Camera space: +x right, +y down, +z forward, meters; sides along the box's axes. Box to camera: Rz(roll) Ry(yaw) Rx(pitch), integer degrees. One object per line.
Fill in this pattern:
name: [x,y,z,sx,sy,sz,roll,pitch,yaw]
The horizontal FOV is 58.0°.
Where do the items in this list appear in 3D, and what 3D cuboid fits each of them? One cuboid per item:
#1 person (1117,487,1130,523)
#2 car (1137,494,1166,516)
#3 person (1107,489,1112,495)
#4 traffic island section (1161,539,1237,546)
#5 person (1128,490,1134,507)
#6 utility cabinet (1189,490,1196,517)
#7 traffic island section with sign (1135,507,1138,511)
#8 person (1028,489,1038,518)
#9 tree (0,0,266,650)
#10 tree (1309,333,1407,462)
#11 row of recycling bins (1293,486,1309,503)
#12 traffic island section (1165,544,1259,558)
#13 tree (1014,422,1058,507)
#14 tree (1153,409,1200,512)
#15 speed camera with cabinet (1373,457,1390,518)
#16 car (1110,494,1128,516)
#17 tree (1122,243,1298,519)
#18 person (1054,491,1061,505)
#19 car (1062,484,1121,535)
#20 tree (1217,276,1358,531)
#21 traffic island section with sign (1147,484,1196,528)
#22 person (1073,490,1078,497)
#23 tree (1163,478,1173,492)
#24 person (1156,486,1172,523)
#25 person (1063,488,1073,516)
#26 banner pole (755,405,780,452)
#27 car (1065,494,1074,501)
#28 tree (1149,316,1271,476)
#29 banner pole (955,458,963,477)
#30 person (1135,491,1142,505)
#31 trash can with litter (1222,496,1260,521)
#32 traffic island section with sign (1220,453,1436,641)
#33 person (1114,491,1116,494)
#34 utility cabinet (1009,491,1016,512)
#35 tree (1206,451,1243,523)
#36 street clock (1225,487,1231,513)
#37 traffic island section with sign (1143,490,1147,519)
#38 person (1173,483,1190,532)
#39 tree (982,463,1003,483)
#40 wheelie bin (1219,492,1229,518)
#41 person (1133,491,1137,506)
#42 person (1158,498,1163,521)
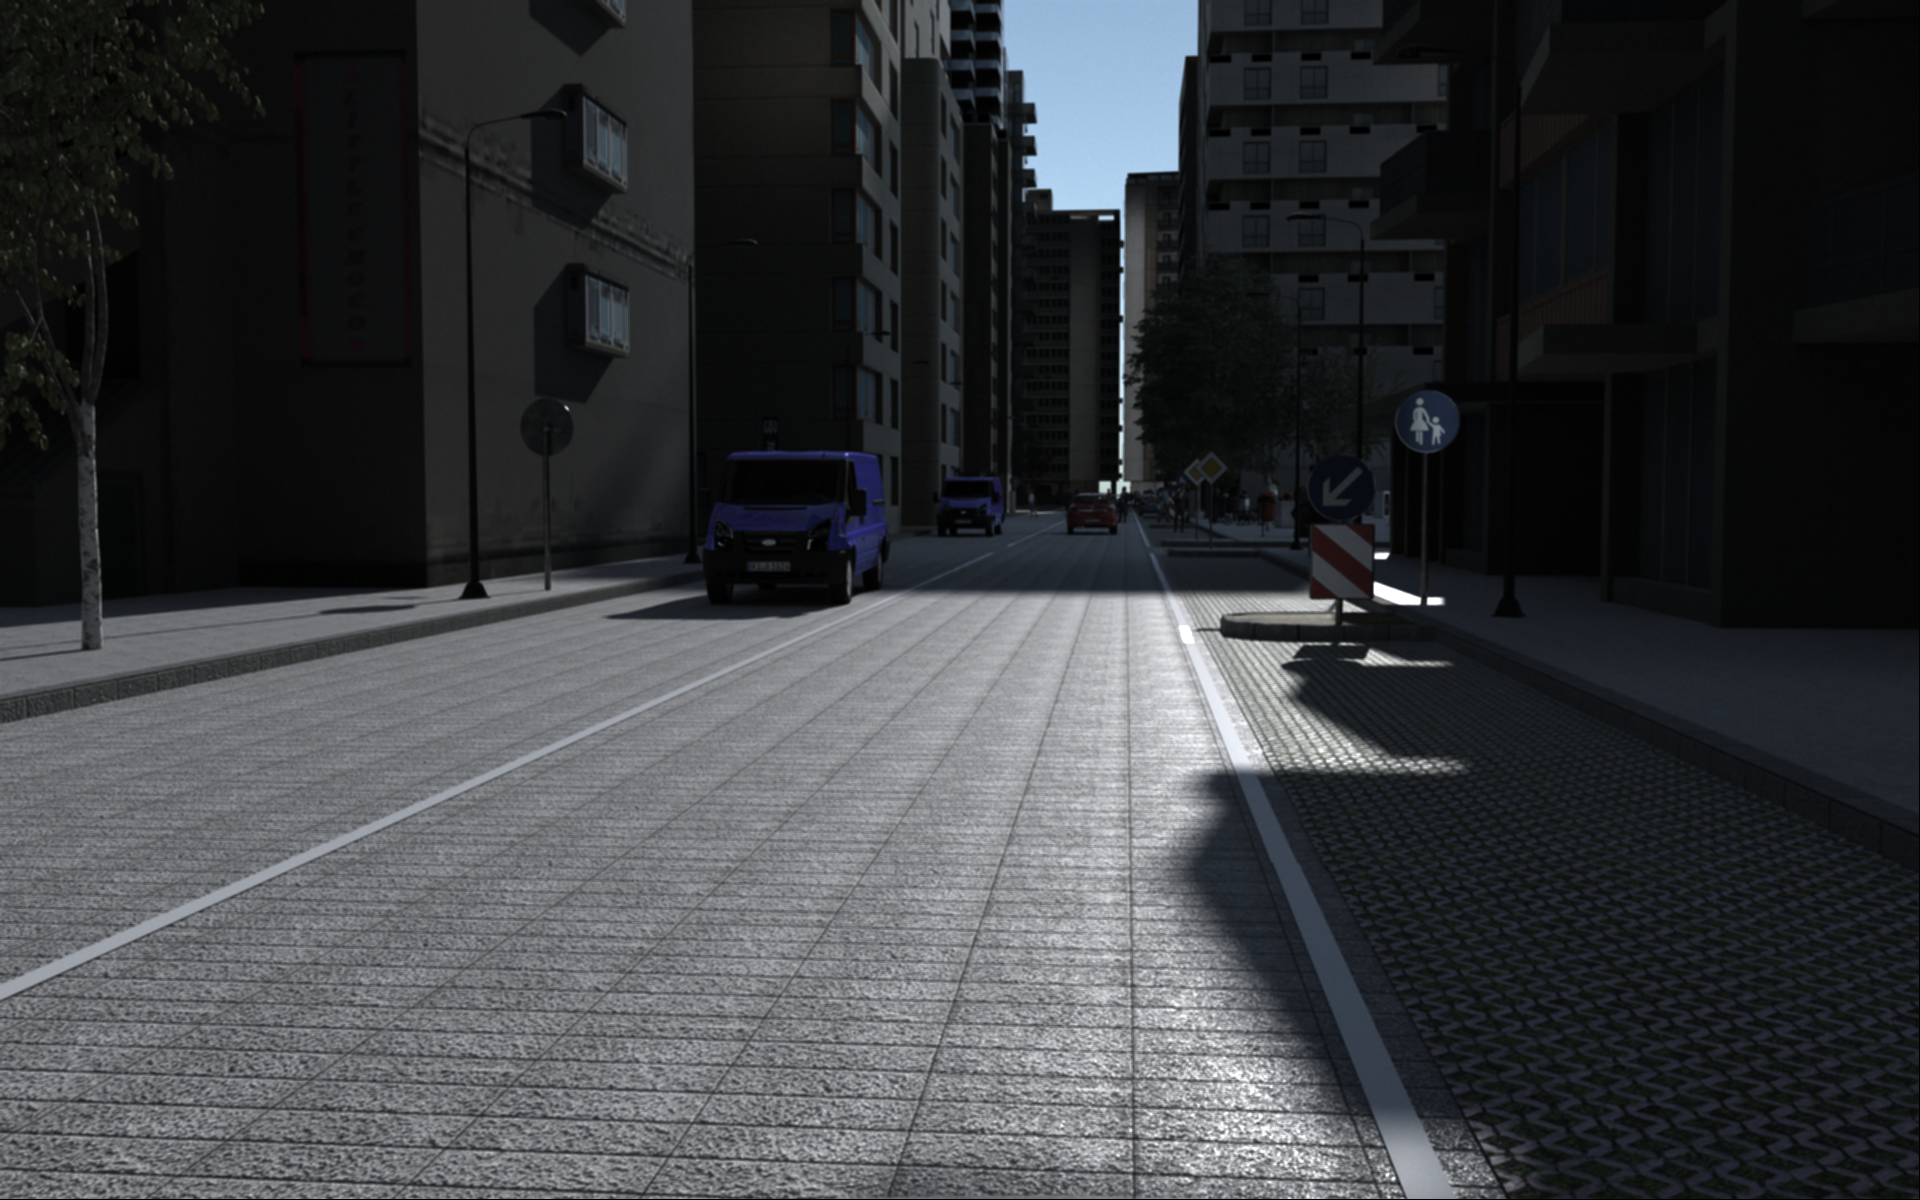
person: [8.049,-4.692,85.404,0.721,1.800,0.419,3,5,43]
car: [12.723,-6.288,114.813,2.014,1.417,4.499,0,4,5]
person: [11.039,-7.346,128.571,1.348,1.831,0.705,1,4,9]
traffic island section: [6.601,-1.583,48.166,2.009,0.180,2.903,0,4,5]
person: [18.798,-11.103,189.899,0.709,1.838,0.599,-2,4,-28]
utility cabinet: [12.699,-5.271,94.864,0.318,1.500,1.173,0,4,4]
traffic island section with sign: [16.293,-8.614,149.460,1.989,1.847,2.006,0,4,5]
person: [4.457,-5.855,104.906,0.598,1.740,0.731,1,4,17]
tree: [-7.396,-3.891,13.974,4.737,8.622,4.395,0,3,0]
tree: [18.530,-7.930,80.016,4.737,8.622,4.395,0,3,0]
row of recycling bins: [19.243,-5.112,90.692,3.534,1.692,1.069,1,4,16]
traffic island section: [5.841,-1.097,40.217,2.009,0.180,2.903,0,4,5]
tree: [7.582,-13.601,172.735,4.360,8.622,3.978,0,3,0]
tree: [16.940,-10.629,124.151,4.737,8.622,4.395,0,3,0]
speed camera with cabinet: [22.789,-6.012,92.627,0.660,3.252,2.038,2,4,35]
car: [10.286,-6.318,115.298,2.014,1.417,4.499,0,4,6]
tree: [13.094,-11.204,89.840,9.857,13.997,8.962,0,3,0]
person: [11.567,-12.009,204.942,1.348,1.812,0.705,-3,5,-42]
car: [4.779,-3.288,62.806,2.155,1.783,4.494,0,4,4]
tree: [10.863,-6.679,59.567,4.360,8.622,3.978,0,3,0]
traffic island section with sign: [8.950,-3.916,72.653,1.989,1.847,2.006,0,4,5]
person: [10.892,-9.331,161.068,1.348,1.823,0.705,3,5,40]
tree: [22.732,-12.032,191.321,1.663,3.219,1.824,0,3,0]
person: [10.216,-4.782,86.549,0.748,1.841,0.638,1,4,17]
person: [7.450,-6.425,113.771,1.509,1.804,0.699,3,4,37]
banner pole: [-5.489,-3.600,48.878,0.863,3.779,0.401,-1,4,-19]
car: [11.351,-9.907,171.013,2.155,1.783,4.494,0,4,4]
tree: [15.092,-11.411,104.695,7.486,12.596,7.792,0,3,0]
banner pole: [-0.076,-8.045,121.560,0.863,3.779,0.401,0,4,7]
person: [17.243,-9.643,167.099,0.756,1.711,0.436,0,4,6]
trash can with litter: [13.558,-4.408,83.122,2.233,1.210,1.678,0,4,-4]
traffic island section with sign: [3.703,-0.558,17.747,1.989,1.847,2.006,0,4,5]
person: [17.532,-11.460,196.593,0.721,1.735,1.217,2,4,24]
utility cabinet: [3.596,-6.772,119.393,0.318,1.500,1.173,1,4,11]
tree: [11.641,-5.099,77.965,1.663,3.219,1.824,0,3,0]
street clock: [17.798,-6.770,115.266,0.471,2.002,0.358,2,4,35]
traffic island section with sign: [11.603,-5.611,100.369,1.989,1.847,2.006,0,4,5]
person: [8.224,-3.420,64.386,0.622,1.834,0.822,0,3,0]
tree: [1.831,-7.005,109.125,1.663,3.219,1.824,0,3,0]
wheelie bin: [14.002,-5.218,93.218,0.980,1.594,0.693,1,4,18]
person: [20.152,-11.639,198.742,0.705,1.831,1.348,3,5,40]
person: [10.719,-4.790,91.829,0.382,1.210,0.505,-2,4,-34]
